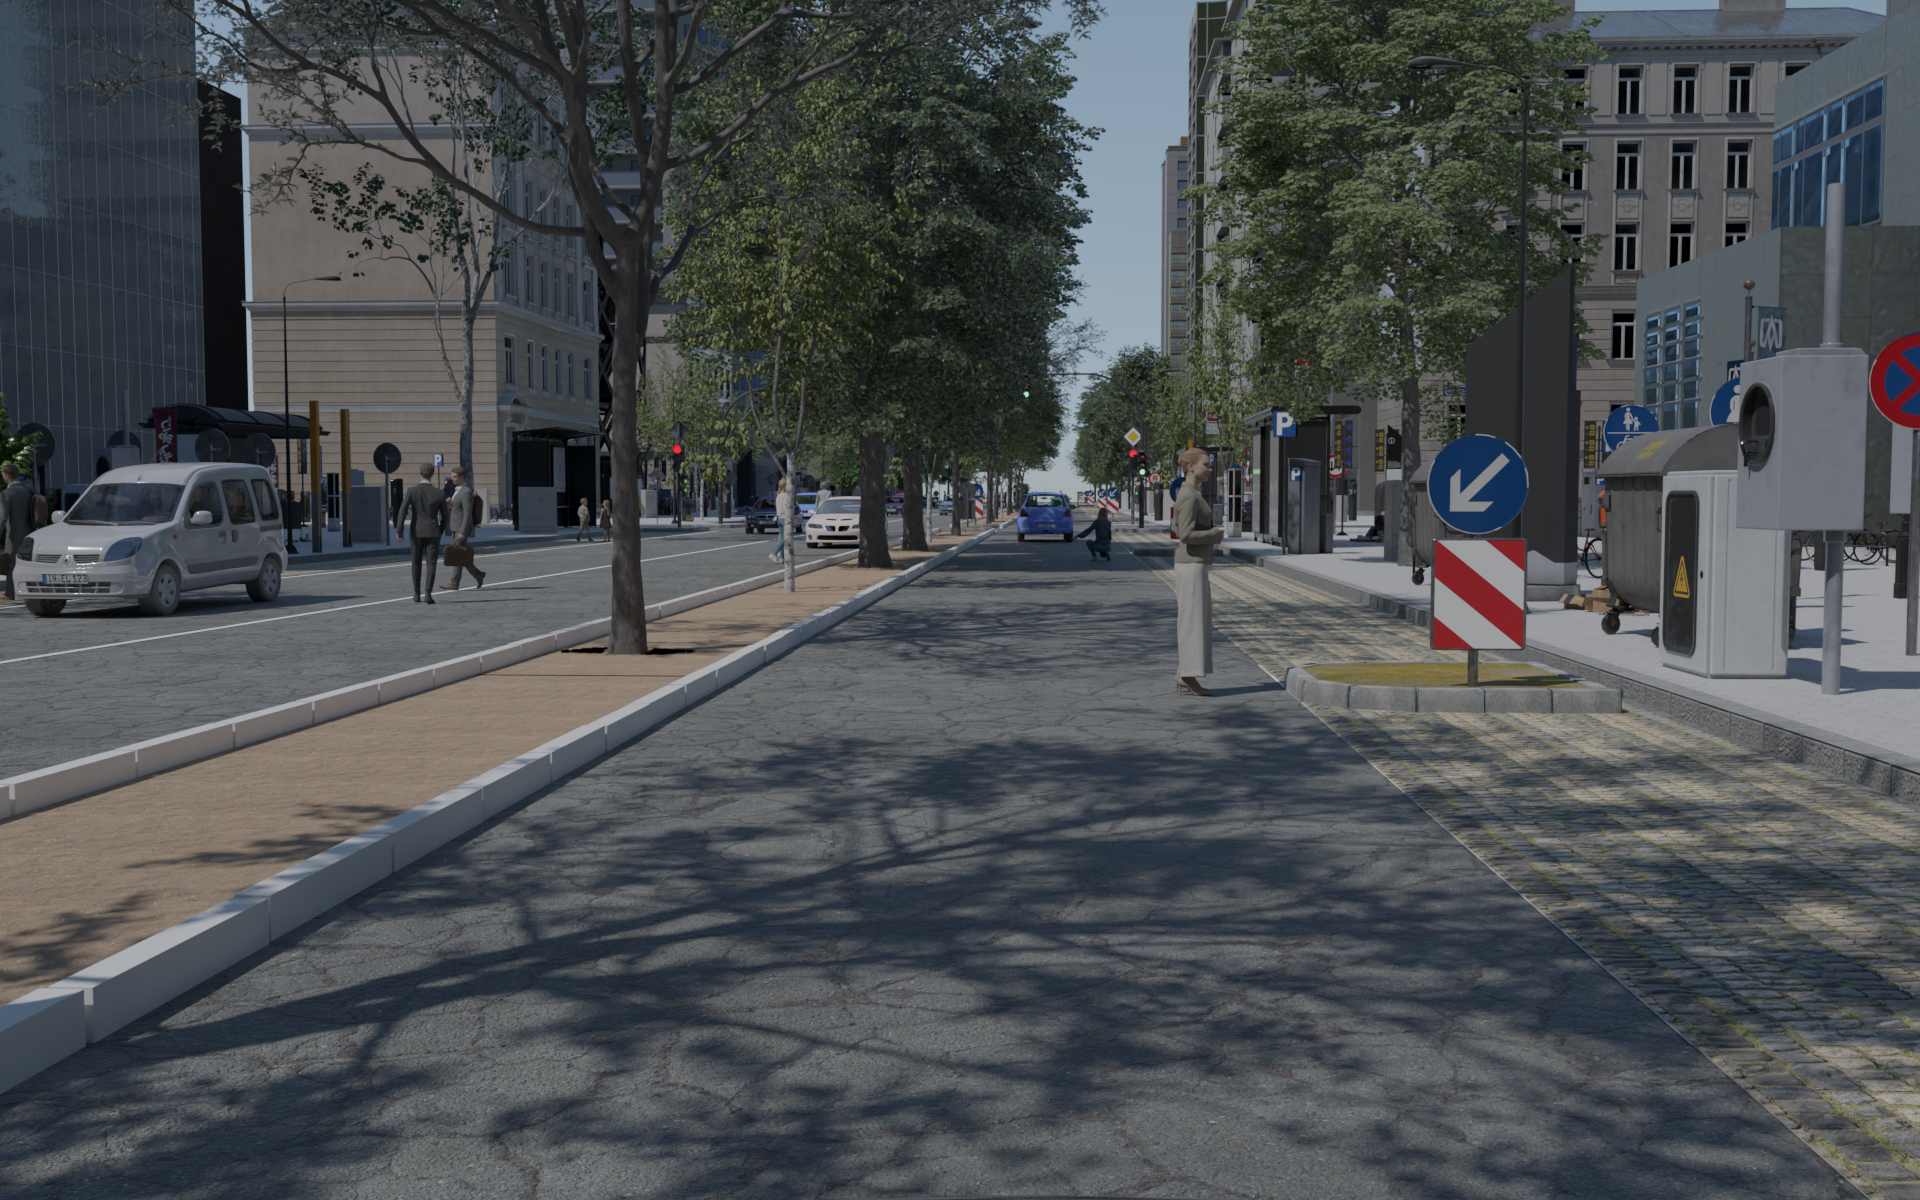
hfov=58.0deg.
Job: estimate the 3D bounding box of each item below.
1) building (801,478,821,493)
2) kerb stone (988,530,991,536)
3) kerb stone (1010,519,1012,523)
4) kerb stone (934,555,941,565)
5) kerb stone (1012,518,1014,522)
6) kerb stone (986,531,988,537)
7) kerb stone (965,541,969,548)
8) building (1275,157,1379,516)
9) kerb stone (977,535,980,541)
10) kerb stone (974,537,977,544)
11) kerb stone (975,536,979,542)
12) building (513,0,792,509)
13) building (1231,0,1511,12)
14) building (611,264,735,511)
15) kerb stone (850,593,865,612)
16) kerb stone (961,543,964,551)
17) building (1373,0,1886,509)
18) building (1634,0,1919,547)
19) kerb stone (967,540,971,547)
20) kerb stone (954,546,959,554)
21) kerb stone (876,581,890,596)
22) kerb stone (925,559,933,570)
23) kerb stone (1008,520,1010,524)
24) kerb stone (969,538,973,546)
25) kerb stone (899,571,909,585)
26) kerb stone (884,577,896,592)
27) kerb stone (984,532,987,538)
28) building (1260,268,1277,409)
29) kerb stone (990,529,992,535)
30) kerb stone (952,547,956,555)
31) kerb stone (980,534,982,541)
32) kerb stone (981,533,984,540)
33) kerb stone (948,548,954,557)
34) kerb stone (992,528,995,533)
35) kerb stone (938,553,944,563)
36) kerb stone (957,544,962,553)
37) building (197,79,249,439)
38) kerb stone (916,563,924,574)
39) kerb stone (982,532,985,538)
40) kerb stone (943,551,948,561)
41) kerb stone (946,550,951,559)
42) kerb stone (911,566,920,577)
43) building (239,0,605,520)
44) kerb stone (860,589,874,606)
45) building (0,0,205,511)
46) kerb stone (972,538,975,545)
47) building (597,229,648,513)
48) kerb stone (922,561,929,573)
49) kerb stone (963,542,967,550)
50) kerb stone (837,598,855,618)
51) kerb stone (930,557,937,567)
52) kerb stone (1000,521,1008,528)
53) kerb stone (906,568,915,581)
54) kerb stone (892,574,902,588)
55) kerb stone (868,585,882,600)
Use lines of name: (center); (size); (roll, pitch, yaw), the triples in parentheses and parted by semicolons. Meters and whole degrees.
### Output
building: (-32.025, -30.542, 191.238); (32.217, 40.220, 23.993); (0, 4, 3)
kerb stone: (0.864, -2.202, 58.207); (0.120, 0.150, 1.000); (0, 4, 3)
kerb stone: (2.242, -3.614, 81.326); (0.120, 0.150, 1.000); (0, 4, 3)
kerb stone: (-0.526, -0.764, 34.686); (0.120, 0.150, 1.000); (0, 4, 3)
kerb stone: (2.428, -3.804, 84.395); (0.120, 0.150, 1.000); (0, 4, 3)
kerb stone: (0.746, -2.076, 56.162); (0.120, 0.150, 1.000); (0, 4, 3)
kerb stone: (0.076, -1.390, 44.916); (0.120, 0.150, 1.000); (0, 4, 3)
building: (29.808, -18.131, 115.507); (14.314, 24.678, 30.058); (0, 4, 3)
kerb stone: (0.444, -1.759, 51.057); (0.120, 0.150, 1.000); (0, 4, 3)
kerb stone: (0.316, -1.640, 49.007); (0.120, 0.150, 1.000); (0, 4, 3)
kerb stone: (0.388, -1.703, 50.036); (0.120, 0.150, 1.000); (0, 4, 3)
building: (-28.375, -38.037, 163.905); (21.231, 58.520, 28.212); (0, 4, 3)
building: (40.956, -35.429, 168.499); (28.713, 52.752, 27.495); (0, 4, 3)
building: (-24.530, -16.773, 138.860); (10.561, 19.102, 19.286); (0, 4, 3)
kerb stone: (-1.318, 0.051, 21.384); (0.120, 0.150, 1.000); (0, 4, 3)
kerb stone: (-0.045, -1.265, 42.875); (0.120, 0.150, 1.000); (0, 4, 3)
building: (34.410, -17.738, 87.283); (25.104, 27.353, 12.463); (0, 4, 3)
building: (30.596, -44.109, 33.860); (22.319, 86.520, 31.000); (0, 4, 3)
kerb stone: (0.141, -1.448, 45.938); (0.120, 0.150, 1.000); (0, 4, 3)
kerb stone: (-0.164, -1.134, 40.834); (0.120, 0.150, 1.000); (0, 4, 3)
kerb stone: (-1.136, -0.137, 24.456); (0.120, 0.150, 1.000); (0, 4, 3)
kerb stone: (-0.650, -0.639, 32.638); (0.120, 0.150, 1.000); (0, 4, 3)
kerb stone: (2.065, -3.423, 78.262); (0.120, 0.150, 1.000); (0, 4, 3)
kerb stone: (0.206, -1.515, 46.965); (0.120, 0.150, 1.000); (0, 4, 3)
kerb stone: (-0.961, -0.325, 27.521); (0.120, 0.150, 1.000); (0, 4, 3)
kerb stone: (-1.081, -0.201, 25.477); (0.120, 0.150, 1.000); (0, 4, 3)
kerb stone: (0.692, -2.015, 55.141); (0.120, 0.150, 1.000); (0, 4, 3)
building: (31.165, -18.905, 138.773); (12.332, 23.373, 15.834); (0, 4, 3)
kerb stone: (0.926, -2.261, 59.234); (0.120, 0.150, 1.000); (0, 4, 3)
kerb stone: (-0.231, -1.077, 39.810); (0.120, 0.150, 1.000); (0, 4, 3)
kerb stone: (0.505, -1.828, 52.077); (0.120, 0.150, 1.000); (0, 4, 3)
kerb stone: (0.573, -1.890, 53.097); (0.120, 0.150, 1.000); (0, 4, 3)
kerb stone: (-0.289, -1.011, 38.788); (0.120, 0.150, 1.000); (0, 4, 3)
kerb stone: (1.054, -2.391, 61.285); (0.120, 0.150, 1.000); (0, 4, 3)
kerb stone: (-0.473, -0.827, 35.712); (0.120, 0.150, 1.000); (0, 4, 3)
kerb stone: (-0.102, -1.202, 41.855); (0.120, 0.150, 1.000); (0, 4, 3)
building: (-48.489, -16.043, 91.976); (15.834, 23.373, 12.332); (0, 4, 3)
kerb stone: (-0.780, -0.514, 30.591); (0.120, 0.150, 1.000); (0, 4, 3)
kerb stone: (0.622, -1.953, 54.121); (0.120, 0.150, 1.000); (0, 4, 3)
kerb stone: (-0.405, -0.890, 36.742); (0.120, 0.150, 1.000); (0, 4, 3)
kerb stone: (-0.339, -0.952, 37.762); (0.120, 0.150, 1.000); (0, 4, 3)
kerb stone: (-0.835, -0.446, 29.571); (0.120, 0.150, 1.000); (0, 4, 3)
building: (-28.793, -18.985, 96.307); (13.634, 28.700, 20.117); (0, 4, 3)
kerb stone: (-1.261, -0.010, 22.410); (0.120, 0.150, 1.000); (0, 4, 3)
building: (-34.805, -14.212, 50.396); (19.932, 24.808, 12.078); (0, 4, 3)
kerb stone: (0.263, -1.571, 47.986); (0.120, 0.150, 1.000); (0, 4, 3)
building: (-29.761, -15.174, 115.540); (16.820, 18.784, 16.811); (0, 4, 3)
kerb stone: (-0.708, -0.576, 31.613); (0.120, 0.150, 1.000); (0, 4, 3)
kerb stone: (0.019, -1.327, 43.896); (0.120, 0.150, 1.000); (0, 4, 3)
kerb stone: (-1.382, 0.113, 20.351); (0.120, 0.150, 1.000); (0, 4, 3)
kerb stone: (-0.596, -0.701, 33.658); (0.120, 0.150, 1.000); (0, 4, 3)
kerb stone: (1.941, -3.304, 76.219); (0.120, 0.150, 1.000); (0, 4, 3)
kerb stone: (-0.892, -0.389, 28.550); (0.120, 0.150, 1.000); (0, 4, 3)
kerb stone: (-1.027, -0.262, 26.501); (0.120, 0.150, 1.000); (0, 4, 3)
kerb stone: (-1.205, -0.073, 23.431); (0.120, 0.150, 1.000); (0, 4, 3)
